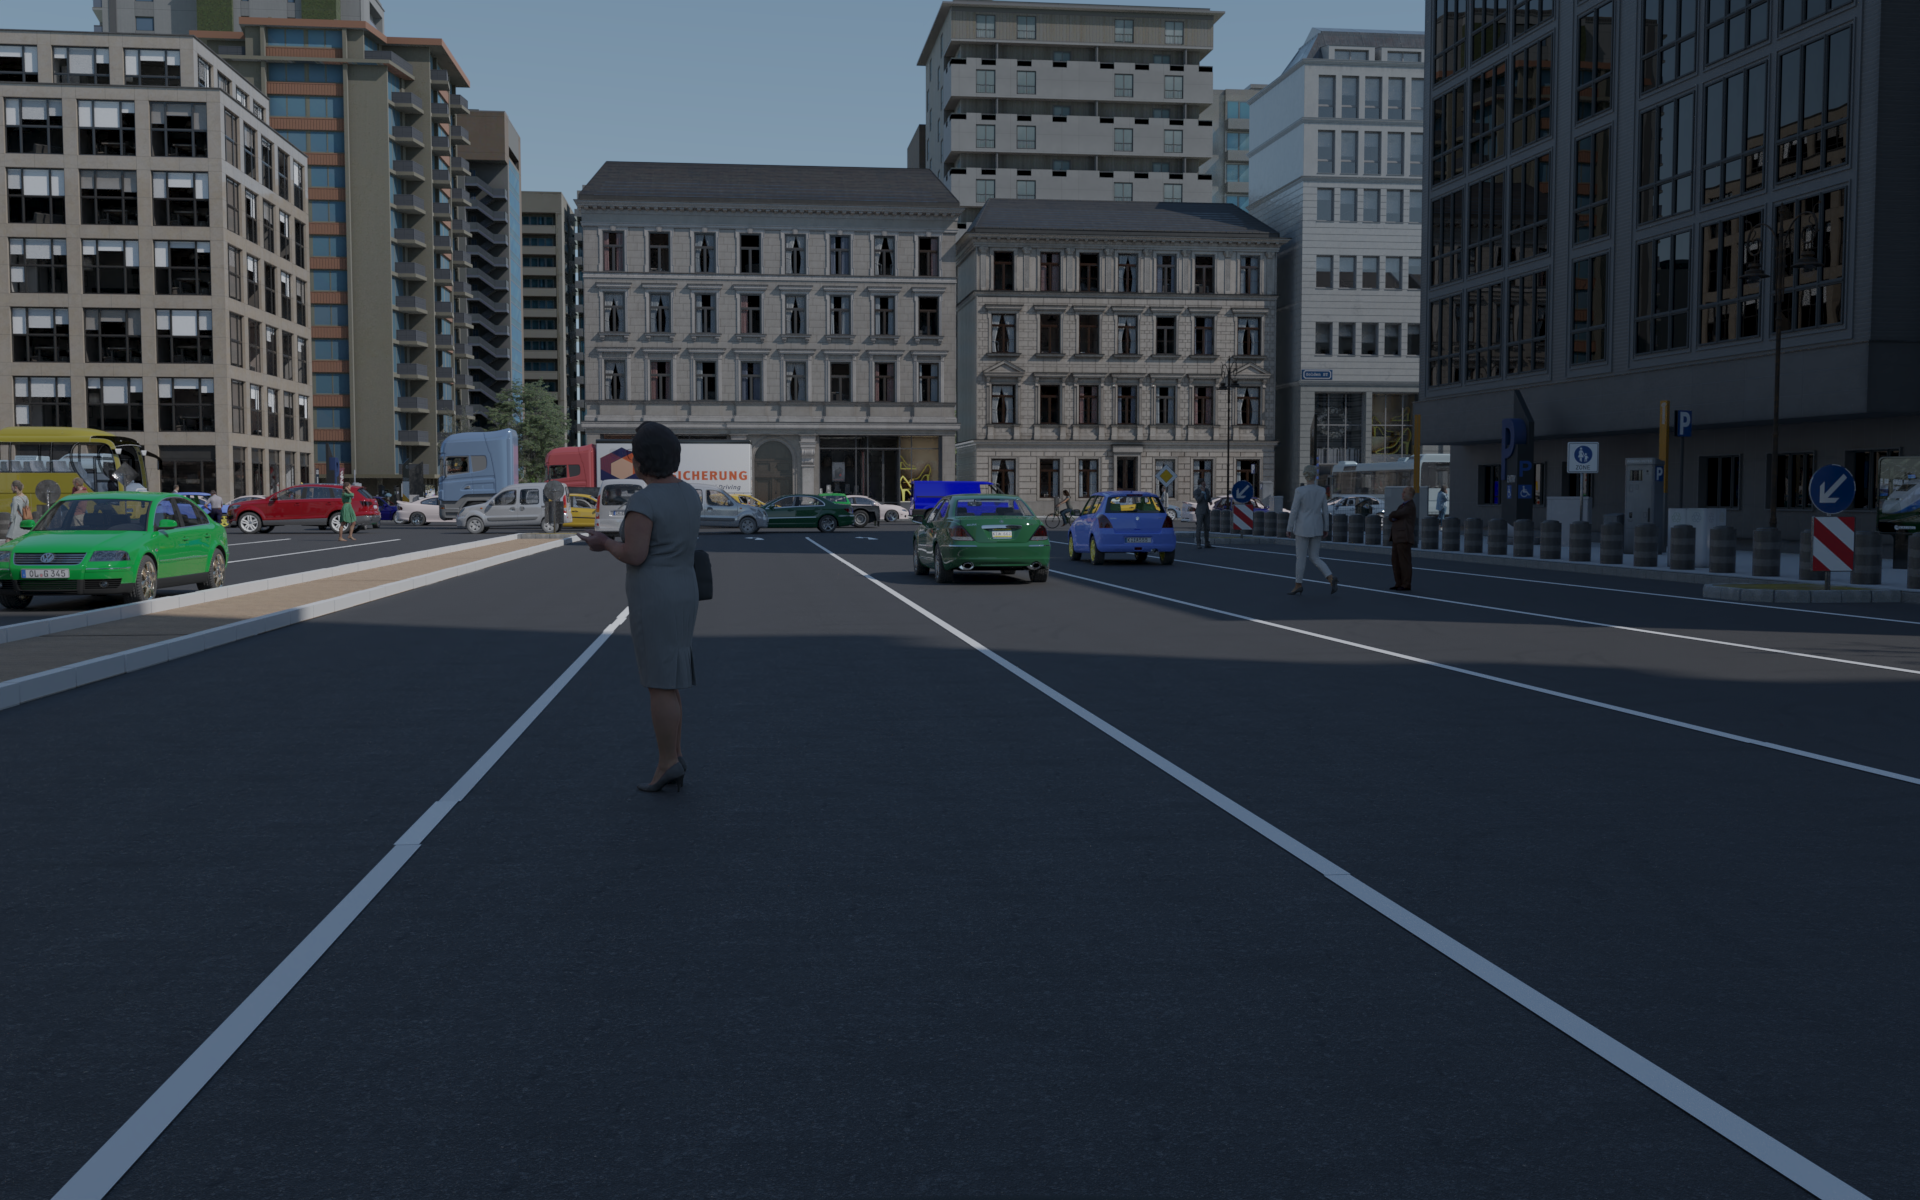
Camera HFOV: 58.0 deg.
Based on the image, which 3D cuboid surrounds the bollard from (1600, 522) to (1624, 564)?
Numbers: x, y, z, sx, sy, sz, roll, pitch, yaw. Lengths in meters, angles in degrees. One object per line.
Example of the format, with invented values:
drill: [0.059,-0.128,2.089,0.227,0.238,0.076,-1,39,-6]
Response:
bollard: [11.982,-1.047,31.836,0.404,0.777,0.398,0,3,0]

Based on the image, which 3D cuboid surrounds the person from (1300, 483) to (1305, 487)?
person: [12.291,-3.317,62.590,0.748,1.841,0.638,0,4,-4]

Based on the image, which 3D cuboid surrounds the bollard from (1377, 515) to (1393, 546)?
bollard: [10.602,-1.706,42.604,0.404,0.777,0.398,0,3,0]

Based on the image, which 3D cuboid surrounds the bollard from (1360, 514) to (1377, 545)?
bollard: [10.451,-1.779,43.796,0.404,0.777,0.398,0,3,0]

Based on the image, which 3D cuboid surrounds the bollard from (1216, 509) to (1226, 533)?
bollard: [8.759,-2.585,56.985,0.404,0.777,0.398,0,3,0]

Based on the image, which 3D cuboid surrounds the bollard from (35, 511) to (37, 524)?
bollard: [-27.364,-2.245,51.426,0.404,0.777,0.398,0,3,0]

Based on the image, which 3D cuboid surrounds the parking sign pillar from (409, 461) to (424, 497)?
parking sign pillar: [-44.667,-9.386,141.929,1.447,3.967,1.447,-2,4,-32]

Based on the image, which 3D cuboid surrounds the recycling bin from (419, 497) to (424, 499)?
recycling bin: [-42.509,-7.531,135.688,0.722,1.027,0.722,2,4,30]

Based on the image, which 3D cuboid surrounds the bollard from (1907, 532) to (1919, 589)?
bollard: [13.055,-0.534,23.445,0.404,0.777,0.398,0,3,0]

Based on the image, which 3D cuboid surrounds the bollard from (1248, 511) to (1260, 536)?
bollard: [9.223,-2.364,53.372,0.404,0.777,0.398,0,3,0]

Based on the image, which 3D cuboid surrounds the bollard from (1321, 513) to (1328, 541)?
bollard: [9.985,-1.998,47.381,0.404,0.777,0.398,0,3,0]

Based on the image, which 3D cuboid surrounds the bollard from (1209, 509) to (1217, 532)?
bollard: [8.603,-2.658,58.176,0.404,0.777,0.398,0,3,0]

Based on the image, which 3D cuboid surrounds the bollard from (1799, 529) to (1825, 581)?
bollard: [12.747,-0.680,25.839,0.404,0.777,0.398,0,3,0]

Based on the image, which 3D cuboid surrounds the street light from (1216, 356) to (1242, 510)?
street light: [8.987,-5.211,57.985,0.468,5.910,1.993,0,4,-7]

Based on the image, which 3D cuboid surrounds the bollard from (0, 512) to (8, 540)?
bollard: [-27.058,-2.098,49.026,0.404,0.777,0.398,0,3,0]

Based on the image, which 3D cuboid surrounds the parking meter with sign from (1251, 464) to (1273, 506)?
parking meter with sign: [17.887,-6.404,100.969,1.738,3.016,0.543,-1,4,-12]

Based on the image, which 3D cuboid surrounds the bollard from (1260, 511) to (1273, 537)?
bollard: [9.374,-2.291,52.171,0.404,0.777,0.398,0,3,0]

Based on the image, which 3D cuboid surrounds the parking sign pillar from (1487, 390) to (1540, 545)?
parking sign pillar: [14.233,-3.409,44.206,1.447,3.967,1.447,0,4,1]

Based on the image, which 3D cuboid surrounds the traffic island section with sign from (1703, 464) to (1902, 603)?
traffic island section with sign: [11.388,-0.926,23.770,1.989,1.847,2.006,0,4,-7]

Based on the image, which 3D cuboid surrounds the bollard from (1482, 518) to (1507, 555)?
bollard: [11.367,-1.339,36.613,0.404,0.777,0.398,0,3,0]

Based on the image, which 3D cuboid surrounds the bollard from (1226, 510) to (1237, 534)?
bollard: [8.912,-2.512,55.785,0.404,0.777,0.398,0,3,0]

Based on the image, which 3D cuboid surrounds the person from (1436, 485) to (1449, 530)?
person: [19.182,-3.689,69.072,0.793,1.790,0.793,3,5,43]

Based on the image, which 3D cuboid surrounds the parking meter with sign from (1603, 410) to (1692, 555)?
parking meter with sign: [14.531,-2.477,36.760,0.543,3.016,1.738,-3,4,-38]

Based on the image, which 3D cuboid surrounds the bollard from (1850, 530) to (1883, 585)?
bollard: [12.900,-0.607,24.647,0.404,0.777,0.398,0,3,0]

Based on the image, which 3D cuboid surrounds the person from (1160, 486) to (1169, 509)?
person: [9.182,-4.271,78.525,0.583,1.804,0.606,1,4,14]

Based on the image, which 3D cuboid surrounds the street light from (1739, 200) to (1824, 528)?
street light: [13.034,-3.354,27.633,0.468,5.910,1.993,0,4,-7]

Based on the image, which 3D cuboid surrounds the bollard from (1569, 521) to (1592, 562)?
bollard: [11.829,-1.120,33.028,0.404,0.777,0.398,0,3,0]

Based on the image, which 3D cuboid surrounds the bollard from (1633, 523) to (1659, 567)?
bollard: [12.134,-0.974,30.636,0.404,0.777,0.398,0,3,0]

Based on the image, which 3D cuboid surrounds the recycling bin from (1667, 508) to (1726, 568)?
recycling bin: [12.960,-1.096,30.474,0.722,1.027,0.722,-3,4,-38]

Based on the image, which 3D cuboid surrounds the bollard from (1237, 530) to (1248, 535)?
bollard: [9.065,-2.438,54.570,0.404,0.777,0.398,0,3,0]

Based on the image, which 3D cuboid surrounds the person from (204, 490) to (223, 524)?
person: [-25.163,-2.917,58.397,0.614,1.554,0.590,-2,4,-32]

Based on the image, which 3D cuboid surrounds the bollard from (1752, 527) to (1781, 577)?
bollard: [12.593,-0.753,27.037,0.404,0.777,0.398,0,3,0]

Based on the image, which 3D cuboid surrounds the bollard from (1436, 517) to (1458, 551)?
bollard: [11.061,-1.486,39.007,0.404,0.777,0.398,0,3,0]

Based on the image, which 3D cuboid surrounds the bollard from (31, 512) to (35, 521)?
bollard: [-27.214,-2.172,50.225,0.404,0.777,0.398,0,3,0]

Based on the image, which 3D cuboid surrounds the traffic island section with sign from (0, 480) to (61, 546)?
traffic island section with sign: [-24.816,-2.335,46.806,1.989,1.847,2.006,0,4,-7]

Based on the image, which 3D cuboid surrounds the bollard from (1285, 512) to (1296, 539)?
bollard: [9.684,-2.144,49.766,0.404,0.777,0.398,0,3,0]

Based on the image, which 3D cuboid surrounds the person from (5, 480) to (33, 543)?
person: [-18.328,-1.482,33.734,0.522,1.701,0.512,0,4,2]

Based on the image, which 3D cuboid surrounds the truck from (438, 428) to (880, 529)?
truck: [-12.812,-5.073,72.697,18.799,4.110,2.967,-1,4,-9]

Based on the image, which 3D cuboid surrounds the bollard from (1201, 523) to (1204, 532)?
bollard: [8.452,-2.731,59.371,0.404,0.777,0.398,0,3,0]

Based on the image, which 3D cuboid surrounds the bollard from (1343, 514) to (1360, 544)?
bollard: [10.293,-1.852,44.998,0.404,0.777,0.398,0,3,0]

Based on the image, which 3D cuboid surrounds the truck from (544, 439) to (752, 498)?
truck: [-16.455,-6.174,89.865,11.283,4.237,2.839,0,4,-6]

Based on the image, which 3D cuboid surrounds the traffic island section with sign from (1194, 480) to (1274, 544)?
traffic island section with sign: [7.936,-2.568,50.619,1.989,1.847,2.006,0,4,-7]

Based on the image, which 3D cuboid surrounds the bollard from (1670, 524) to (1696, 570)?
bollard: [12.287,-0.900,29.440,0.404,0.777,0.398,0,3,0]

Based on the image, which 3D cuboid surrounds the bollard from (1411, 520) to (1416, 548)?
bollard: [10.753,-1.632,41.405,0.404,0.777,0.398,0,3,0]

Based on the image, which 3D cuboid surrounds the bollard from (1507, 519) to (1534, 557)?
bollard: [11.523,-1.266,35.412,0.404,0.777,0.398,0,3,0]

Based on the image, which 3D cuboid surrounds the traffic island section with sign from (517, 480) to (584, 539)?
traffic island section with sign: [-13.194,-2.929,56.022,2.006,1.907,1.989,0,4,-7]

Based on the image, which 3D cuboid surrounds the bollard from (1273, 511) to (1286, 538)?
bollard: [9.532,-2.217,50.968,0.404,0.777,0.398,0,3,0]

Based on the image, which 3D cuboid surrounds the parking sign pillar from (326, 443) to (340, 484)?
parking sign pillar: [-33.220,-6.318,91.765,1.447,3.967,1.447,0,4,-8]

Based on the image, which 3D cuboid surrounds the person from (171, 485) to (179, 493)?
person: [-34.649,-4.159,76.469,0.622,1.834,0.822,3,4,38]

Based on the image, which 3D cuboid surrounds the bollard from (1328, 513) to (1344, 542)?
bollard: [10.142,-1.925,46.190,0.404,0.777,0.398,0,3,0]

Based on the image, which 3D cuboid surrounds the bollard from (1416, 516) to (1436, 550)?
bollard: [10.911,-1.559,40.203,0.404,0.777,0.398,0,3,0]

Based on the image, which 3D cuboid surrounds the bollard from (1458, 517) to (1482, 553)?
bollard: [11.214,-1.413,37.815,0.404,0.777,0.398,0,3,0]

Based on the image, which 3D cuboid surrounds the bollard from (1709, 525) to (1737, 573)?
bollard: [12.441,-0.827,28.245,0.404,0.777,0.398,0,3,0]

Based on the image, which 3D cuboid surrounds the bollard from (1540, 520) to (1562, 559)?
bollard: [11.672,-1.193,34.220,0.404,0.777,0.398,0,3,0]
